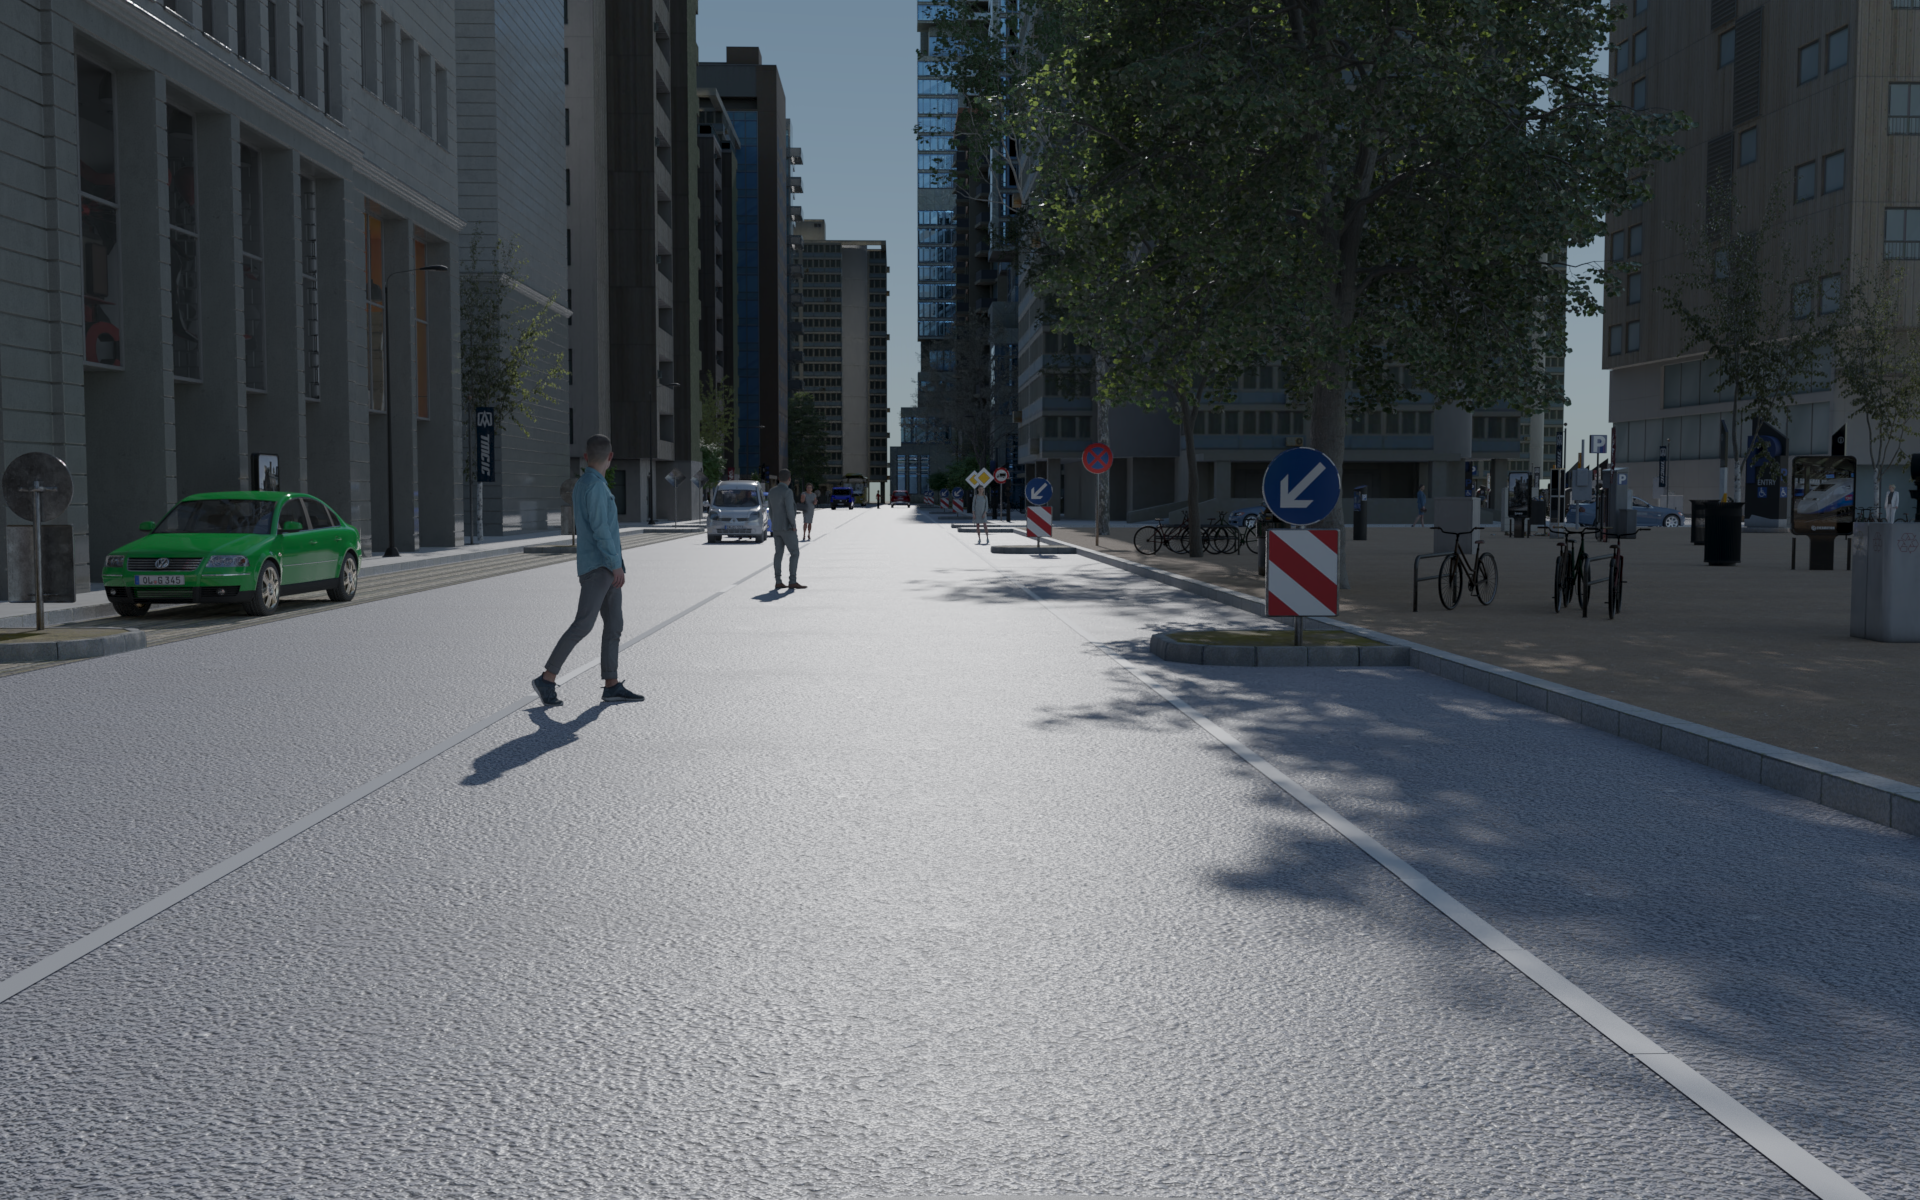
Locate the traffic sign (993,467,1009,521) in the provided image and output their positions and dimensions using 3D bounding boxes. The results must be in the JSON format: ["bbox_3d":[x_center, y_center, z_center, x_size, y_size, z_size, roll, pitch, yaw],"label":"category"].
[{"bbox_3d":[1.972,-5.056,82.776,0.768,2.556,0.104,0,4,3],"label":"traffic sign"}]

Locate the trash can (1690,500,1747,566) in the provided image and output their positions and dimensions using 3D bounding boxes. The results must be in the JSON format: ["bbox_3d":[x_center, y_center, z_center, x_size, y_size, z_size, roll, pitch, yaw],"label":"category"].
[{"bbox_3d":[13.632,-1.180,30.945,0.748,1.137,0.748,0,3,0],"label":"trash can"}]

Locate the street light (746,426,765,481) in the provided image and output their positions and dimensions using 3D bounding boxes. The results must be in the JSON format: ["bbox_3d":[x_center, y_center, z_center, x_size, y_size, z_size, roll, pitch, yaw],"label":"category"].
[{"bbox_3d":[-14.036,-8.932,118.583,1.470,5.913,1.316,0,4,-2],"label":"street light"}]

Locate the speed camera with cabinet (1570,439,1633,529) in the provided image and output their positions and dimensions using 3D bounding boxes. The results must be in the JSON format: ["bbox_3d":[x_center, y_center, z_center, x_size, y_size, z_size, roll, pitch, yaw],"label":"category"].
[{"bbox_3d":[23.222,-4.177,62.632,2.038,3.252,0.660,1,4,17],"label":"speed camera with cabinet"}]

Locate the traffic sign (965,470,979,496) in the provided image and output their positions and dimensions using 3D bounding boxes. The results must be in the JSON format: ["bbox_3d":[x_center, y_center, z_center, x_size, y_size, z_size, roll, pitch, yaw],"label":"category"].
[{"bbox_3d":[0.613,-4.251,73.151,0.795,2.450,0.064,0,4,-2],"label":"traffic sign"}]

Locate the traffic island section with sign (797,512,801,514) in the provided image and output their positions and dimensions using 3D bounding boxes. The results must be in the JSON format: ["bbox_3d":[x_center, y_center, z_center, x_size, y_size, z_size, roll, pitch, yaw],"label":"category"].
[{"bbox_3d":[-12.520,-7.134,125.271,1.989,1.847,2.006,0,4,-2],"label":"traffic island section with sign"}]

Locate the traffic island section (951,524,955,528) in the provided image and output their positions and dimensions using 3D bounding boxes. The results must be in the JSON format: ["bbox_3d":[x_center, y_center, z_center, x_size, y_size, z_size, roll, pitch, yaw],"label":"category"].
[{"bbox_3d":[0.636,-3.116,73.229,2.009,0.180,2.903,0,4,-2],"label":"traffic island section"}]

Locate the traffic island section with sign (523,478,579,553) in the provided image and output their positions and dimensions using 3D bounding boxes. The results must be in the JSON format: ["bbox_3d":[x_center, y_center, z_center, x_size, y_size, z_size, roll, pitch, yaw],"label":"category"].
[{"bbox_3d":[-9.529,-2.073,42.529,1.989,1.847,2.006,0,4,-2],"label":"traffic island section with sign"}]

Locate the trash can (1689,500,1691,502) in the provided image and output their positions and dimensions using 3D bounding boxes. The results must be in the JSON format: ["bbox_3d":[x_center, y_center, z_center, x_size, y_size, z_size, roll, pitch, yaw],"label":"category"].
[{"bbox_3d":[18.652,-1.942,43.411,0.748,1.137,0.748,0,3,0],"label":"trash can"}]

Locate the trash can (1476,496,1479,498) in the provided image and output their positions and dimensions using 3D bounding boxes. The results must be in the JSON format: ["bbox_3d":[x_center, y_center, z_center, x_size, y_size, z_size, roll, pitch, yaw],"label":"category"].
[{"bbox_3d":[39.618,-7.527,134.715,0.748,1.137,0.748,0,3,0],"label":"trash can"}]

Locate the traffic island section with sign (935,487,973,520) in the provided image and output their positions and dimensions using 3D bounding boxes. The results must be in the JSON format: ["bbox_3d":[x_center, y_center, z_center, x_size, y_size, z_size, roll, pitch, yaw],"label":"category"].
[{"bbox_3d":[-0.257,-5.467,98.019,1.989,1.847,2.006,0,4,-2],"label":"traffic island section with sign"}]

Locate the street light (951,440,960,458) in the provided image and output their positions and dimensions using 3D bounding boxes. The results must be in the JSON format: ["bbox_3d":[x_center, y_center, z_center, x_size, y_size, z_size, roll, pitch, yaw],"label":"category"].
[{"bbox_3d":[-0.589,-10.729,147.962,1.470,5.913,1.316,0,4,-2],"label":"street light"}]

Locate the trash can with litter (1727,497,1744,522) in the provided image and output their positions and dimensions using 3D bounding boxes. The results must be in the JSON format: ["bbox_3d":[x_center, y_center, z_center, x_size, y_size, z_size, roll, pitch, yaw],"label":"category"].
[{"bbox_3d":[35.737,-4.172,79.602,1.055,1.170,0.624,2,4,28],"label":"trash can with litter"}]

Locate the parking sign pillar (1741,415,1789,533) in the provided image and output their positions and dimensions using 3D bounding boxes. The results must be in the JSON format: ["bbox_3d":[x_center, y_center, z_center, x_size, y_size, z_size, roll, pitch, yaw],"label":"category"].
[{"bbox_3d":[26.680,-4.208,57.280,1.447,3.967,1.447,-2,4,-28],"label":"parking sign pillar"}]

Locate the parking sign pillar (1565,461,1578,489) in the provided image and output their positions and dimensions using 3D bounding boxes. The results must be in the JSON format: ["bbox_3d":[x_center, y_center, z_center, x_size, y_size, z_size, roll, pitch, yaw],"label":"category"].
[{"bbox_3d":[49.817,-9.334,141.087,1.447,3.967,1.447,-2,4,-32],"label":"parking sign pillar"}]

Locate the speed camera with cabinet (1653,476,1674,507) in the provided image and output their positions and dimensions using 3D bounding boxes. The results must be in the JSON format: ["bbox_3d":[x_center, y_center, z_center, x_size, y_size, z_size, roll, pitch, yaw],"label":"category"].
[{"bbox_3d":[36.690,-5.870,90.308,0.660,3.252,2.038,3,4,37],"label":"speed camera with cabinet"}]

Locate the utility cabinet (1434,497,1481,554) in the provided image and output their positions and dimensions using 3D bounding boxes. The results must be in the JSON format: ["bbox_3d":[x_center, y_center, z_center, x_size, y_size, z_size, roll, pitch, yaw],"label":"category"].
[{"bbox_3d":[10.696,-1.597,37.273,0.306,1.237,1.020,-2,4,-35],"label":"utility cabinet"}]

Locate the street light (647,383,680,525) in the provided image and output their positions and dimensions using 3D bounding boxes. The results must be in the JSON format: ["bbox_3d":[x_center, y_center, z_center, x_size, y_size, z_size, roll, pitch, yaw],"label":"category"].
[{"bbox_3d":[-12.436,-6.128,72.734,1.470,5.913,1.316,0,4,-2],"label":"street light"}]

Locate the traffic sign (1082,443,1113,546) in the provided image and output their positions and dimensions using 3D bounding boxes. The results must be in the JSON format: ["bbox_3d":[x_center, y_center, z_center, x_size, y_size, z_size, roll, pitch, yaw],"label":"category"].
[{"bbox_3d":[3.409,-2.622,42.973,0.768,2.556,0.104,0,4,3],"label":"traffic sign"}]

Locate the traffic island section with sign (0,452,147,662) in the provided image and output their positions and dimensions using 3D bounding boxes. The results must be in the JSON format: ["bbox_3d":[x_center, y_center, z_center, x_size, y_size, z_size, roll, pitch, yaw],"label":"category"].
[{"bbox_3d":[-8.551,-0.426,15.592,1.989,1.847,2.006,0,4,-2],"label":"traffic island section with sign"}]

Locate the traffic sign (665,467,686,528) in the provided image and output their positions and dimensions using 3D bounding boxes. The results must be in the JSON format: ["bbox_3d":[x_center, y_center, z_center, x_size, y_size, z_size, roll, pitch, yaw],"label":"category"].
[{"bbox_3d":[-10.636,-3.739,64.776,0.795,2.450,0.064,0,4,-2],"label":"traffic sign"}]

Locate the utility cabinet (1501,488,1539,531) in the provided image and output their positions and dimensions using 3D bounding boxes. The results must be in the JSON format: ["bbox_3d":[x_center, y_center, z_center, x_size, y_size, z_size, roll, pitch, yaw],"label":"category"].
[{"bbox_3d":[18.943,-3.055,58.635,1.173,1.500,0.318,0,4,-5],"label":"utility cabinet"}]

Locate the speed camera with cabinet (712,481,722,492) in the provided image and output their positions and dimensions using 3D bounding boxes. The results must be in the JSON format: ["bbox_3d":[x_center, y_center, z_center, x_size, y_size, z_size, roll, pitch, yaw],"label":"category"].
[{"bbox_3d":[-16.334,-7.789,121.680,2.038,3.252,0.660,-2,4,-27],"label":"speed camera with cabinet"}]

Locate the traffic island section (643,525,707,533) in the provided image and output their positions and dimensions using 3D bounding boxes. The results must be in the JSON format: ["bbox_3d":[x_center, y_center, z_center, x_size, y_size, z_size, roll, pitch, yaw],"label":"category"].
[{"bbox_3d":[-10.659,-2.603,64.837,2.009,0.180,2.903,0,4,-2],"label":"traffic island section"}]

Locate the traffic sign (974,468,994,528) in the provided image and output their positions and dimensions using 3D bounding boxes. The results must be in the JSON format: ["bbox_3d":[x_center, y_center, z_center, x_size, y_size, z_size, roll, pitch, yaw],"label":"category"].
[{"bbox_3d":[0.902,-3.763,65.171,0.795,2.450,0.064,0,4,-2],"label":"traffic sign"}]

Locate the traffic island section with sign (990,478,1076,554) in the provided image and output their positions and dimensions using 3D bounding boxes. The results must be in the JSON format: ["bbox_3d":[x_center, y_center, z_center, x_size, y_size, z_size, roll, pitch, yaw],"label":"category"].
[{"bbox_3d":[1.756,-2.057,42.258,1.989,1.847,2.006,0,4,-2],"label":"traffic island section with sign"}]

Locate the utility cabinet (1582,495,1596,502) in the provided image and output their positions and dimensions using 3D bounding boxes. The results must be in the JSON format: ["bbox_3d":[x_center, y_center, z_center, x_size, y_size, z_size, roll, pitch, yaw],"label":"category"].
[{"bbox_3d":[31.619,-4.609,86.511,1.020,1.237,0.306,2,4,34],"label":"utility cabinet"}]

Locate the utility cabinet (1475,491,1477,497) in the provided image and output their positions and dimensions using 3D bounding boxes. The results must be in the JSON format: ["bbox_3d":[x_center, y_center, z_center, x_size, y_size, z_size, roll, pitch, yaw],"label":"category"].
[{"bbox_3d":[39.424,-7.585,132.689,1.173,1.500,0.318,3,4,36],"label":"utility cabinet"}]

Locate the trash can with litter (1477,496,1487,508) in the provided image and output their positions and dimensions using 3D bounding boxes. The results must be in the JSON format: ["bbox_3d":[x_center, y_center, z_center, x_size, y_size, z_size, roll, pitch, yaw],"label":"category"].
[{"bbox_3d":[32.699,-5.956,108.767,0.624,1.170,1.055,2,4,29],"label":"trash can with litter"}]

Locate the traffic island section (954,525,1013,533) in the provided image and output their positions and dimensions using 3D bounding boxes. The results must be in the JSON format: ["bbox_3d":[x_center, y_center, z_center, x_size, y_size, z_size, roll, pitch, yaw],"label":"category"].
[{"bbox_3d":[0.925,-2.628,65.249,2.009,0.180,2.903,0,4,-2],"label":"traffic island section"}]

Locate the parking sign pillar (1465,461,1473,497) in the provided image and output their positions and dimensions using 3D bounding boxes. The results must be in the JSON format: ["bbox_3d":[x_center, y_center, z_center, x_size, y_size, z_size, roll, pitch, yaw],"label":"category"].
[{"bbox_3d":[28.776,-6.703,98.058,1.447,3.967,1.447,1,4,15],"label":"parking sign pillar"}]

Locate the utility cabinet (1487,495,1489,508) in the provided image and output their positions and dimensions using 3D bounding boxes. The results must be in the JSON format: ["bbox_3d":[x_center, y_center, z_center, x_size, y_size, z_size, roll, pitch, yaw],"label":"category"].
[{"bbox_3d":[41.042,-7.510,133.952,1.020,1.237,0.306,3,4,39],"label":"utility cabinet"}]

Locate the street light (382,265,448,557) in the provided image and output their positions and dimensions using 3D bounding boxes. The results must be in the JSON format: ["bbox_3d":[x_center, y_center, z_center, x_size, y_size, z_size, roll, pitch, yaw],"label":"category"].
[{"bbox_3d":[-11.086,-3.837,35.275,1.470,5.913,1.316,0,4,-2],"label":"street light"}]

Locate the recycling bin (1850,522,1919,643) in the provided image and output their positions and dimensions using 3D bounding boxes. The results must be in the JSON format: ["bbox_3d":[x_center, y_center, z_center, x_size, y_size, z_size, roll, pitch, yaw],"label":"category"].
[{"bbox_3d":[8.347,-0.163,15.225,0.722,1.027,0.722,0,4,4],"label":"recycling bin"}]

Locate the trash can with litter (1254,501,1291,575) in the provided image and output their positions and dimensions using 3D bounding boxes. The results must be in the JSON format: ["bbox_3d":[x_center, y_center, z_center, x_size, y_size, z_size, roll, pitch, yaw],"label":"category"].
[{"bbox_3d":[5.150,-0.964,27.150,1.055,1.170,0.624,0,4,7],"label":"trash can with litter"}]

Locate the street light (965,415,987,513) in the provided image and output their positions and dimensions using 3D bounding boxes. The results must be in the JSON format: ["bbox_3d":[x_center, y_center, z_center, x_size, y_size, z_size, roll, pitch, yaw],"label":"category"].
[{"bbox_3d":[0.974,-7.925,102.112,1.470,5.913,1.316,0,4,-2],"label":"street light"}]

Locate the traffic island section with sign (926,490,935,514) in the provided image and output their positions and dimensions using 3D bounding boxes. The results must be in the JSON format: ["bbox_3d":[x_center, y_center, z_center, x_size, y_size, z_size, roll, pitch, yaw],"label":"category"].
[{"bbox_3d":[-1.245,-7.137,125.323,1.989,1.847,2.006,0,4,-2],"label":"traffic island section with sign"}]

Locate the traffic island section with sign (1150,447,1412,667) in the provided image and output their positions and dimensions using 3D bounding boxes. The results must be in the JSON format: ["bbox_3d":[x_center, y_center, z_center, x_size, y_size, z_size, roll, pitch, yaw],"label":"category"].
[{"bbox_3d":[2.736,-0.409,15.320,1.989,1.847,2.006,0,4,-2],"label":"traffic island section with sign"}]

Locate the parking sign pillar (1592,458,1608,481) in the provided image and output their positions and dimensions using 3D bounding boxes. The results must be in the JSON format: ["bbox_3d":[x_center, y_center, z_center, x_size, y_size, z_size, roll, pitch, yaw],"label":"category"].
[{"bbox_3d":[48.275,-8.693,130.599,1.447,3.967,1.447,-3,5,-42],"label":"parking sign pillar"}]

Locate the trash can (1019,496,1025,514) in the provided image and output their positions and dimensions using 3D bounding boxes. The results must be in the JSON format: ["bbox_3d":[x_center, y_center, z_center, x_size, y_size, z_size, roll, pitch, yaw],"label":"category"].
[{"bbox_3d":[4.177,-6.172,112.567,0.748,1.137,0.748,0,3,0],"label":"trash can"}]

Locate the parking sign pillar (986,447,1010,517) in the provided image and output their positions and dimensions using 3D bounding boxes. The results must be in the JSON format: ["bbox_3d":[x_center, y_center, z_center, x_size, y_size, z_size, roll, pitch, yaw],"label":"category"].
[{"bbox_3d":[1.977,-6.782,99.352,1.447,3.967,1.447,0,4,1],"label":"parking sign pillar"}]

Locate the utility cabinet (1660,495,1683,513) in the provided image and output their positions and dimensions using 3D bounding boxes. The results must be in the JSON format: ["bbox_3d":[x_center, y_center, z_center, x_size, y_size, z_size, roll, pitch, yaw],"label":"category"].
[{"bbox_3d":[34.566,-4.462,84.120,1.020,1.237,0.306,2,4,26],"label":"utility cabinet"}]

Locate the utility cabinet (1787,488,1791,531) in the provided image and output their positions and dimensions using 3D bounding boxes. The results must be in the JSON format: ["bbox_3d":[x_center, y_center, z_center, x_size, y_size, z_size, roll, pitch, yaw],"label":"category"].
[{"bbox_3d":[28.225,-3.115,59.613,0.318,1.500,1.173,-3,4,-38],"label":"utility cabinet"}]

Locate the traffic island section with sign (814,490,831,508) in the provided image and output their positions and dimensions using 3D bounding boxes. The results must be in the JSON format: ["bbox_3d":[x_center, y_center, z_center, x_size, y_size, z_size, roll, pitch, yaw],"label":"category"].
[{"bbox_3d":[-14.301,-10.146,174.521,1.989,1.847,2.006,0,4,-2],"label":"traffic island section with sign"}]

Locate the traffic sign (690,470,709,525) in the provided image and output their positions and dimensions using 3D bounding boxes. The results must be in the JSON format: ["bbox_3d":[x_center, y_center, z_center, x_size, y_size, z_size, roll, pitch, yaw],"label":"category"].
[{"bbox_3d":[-10.925,-4.227,72.756,0.795,2.450,0.064,0,4,-2],"label":"traffic sign"}]

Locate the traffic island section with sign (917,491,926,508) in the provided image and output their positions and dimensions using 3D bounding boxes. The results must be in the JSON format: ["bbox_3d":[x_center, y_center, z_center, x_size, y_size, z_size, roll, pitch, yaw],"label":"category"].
[{"bbox_3d":[-3.089,-10.233,175.943,1.989,1.847,2.006,0,4,-2],"label":"traffic island section with sign"}]
